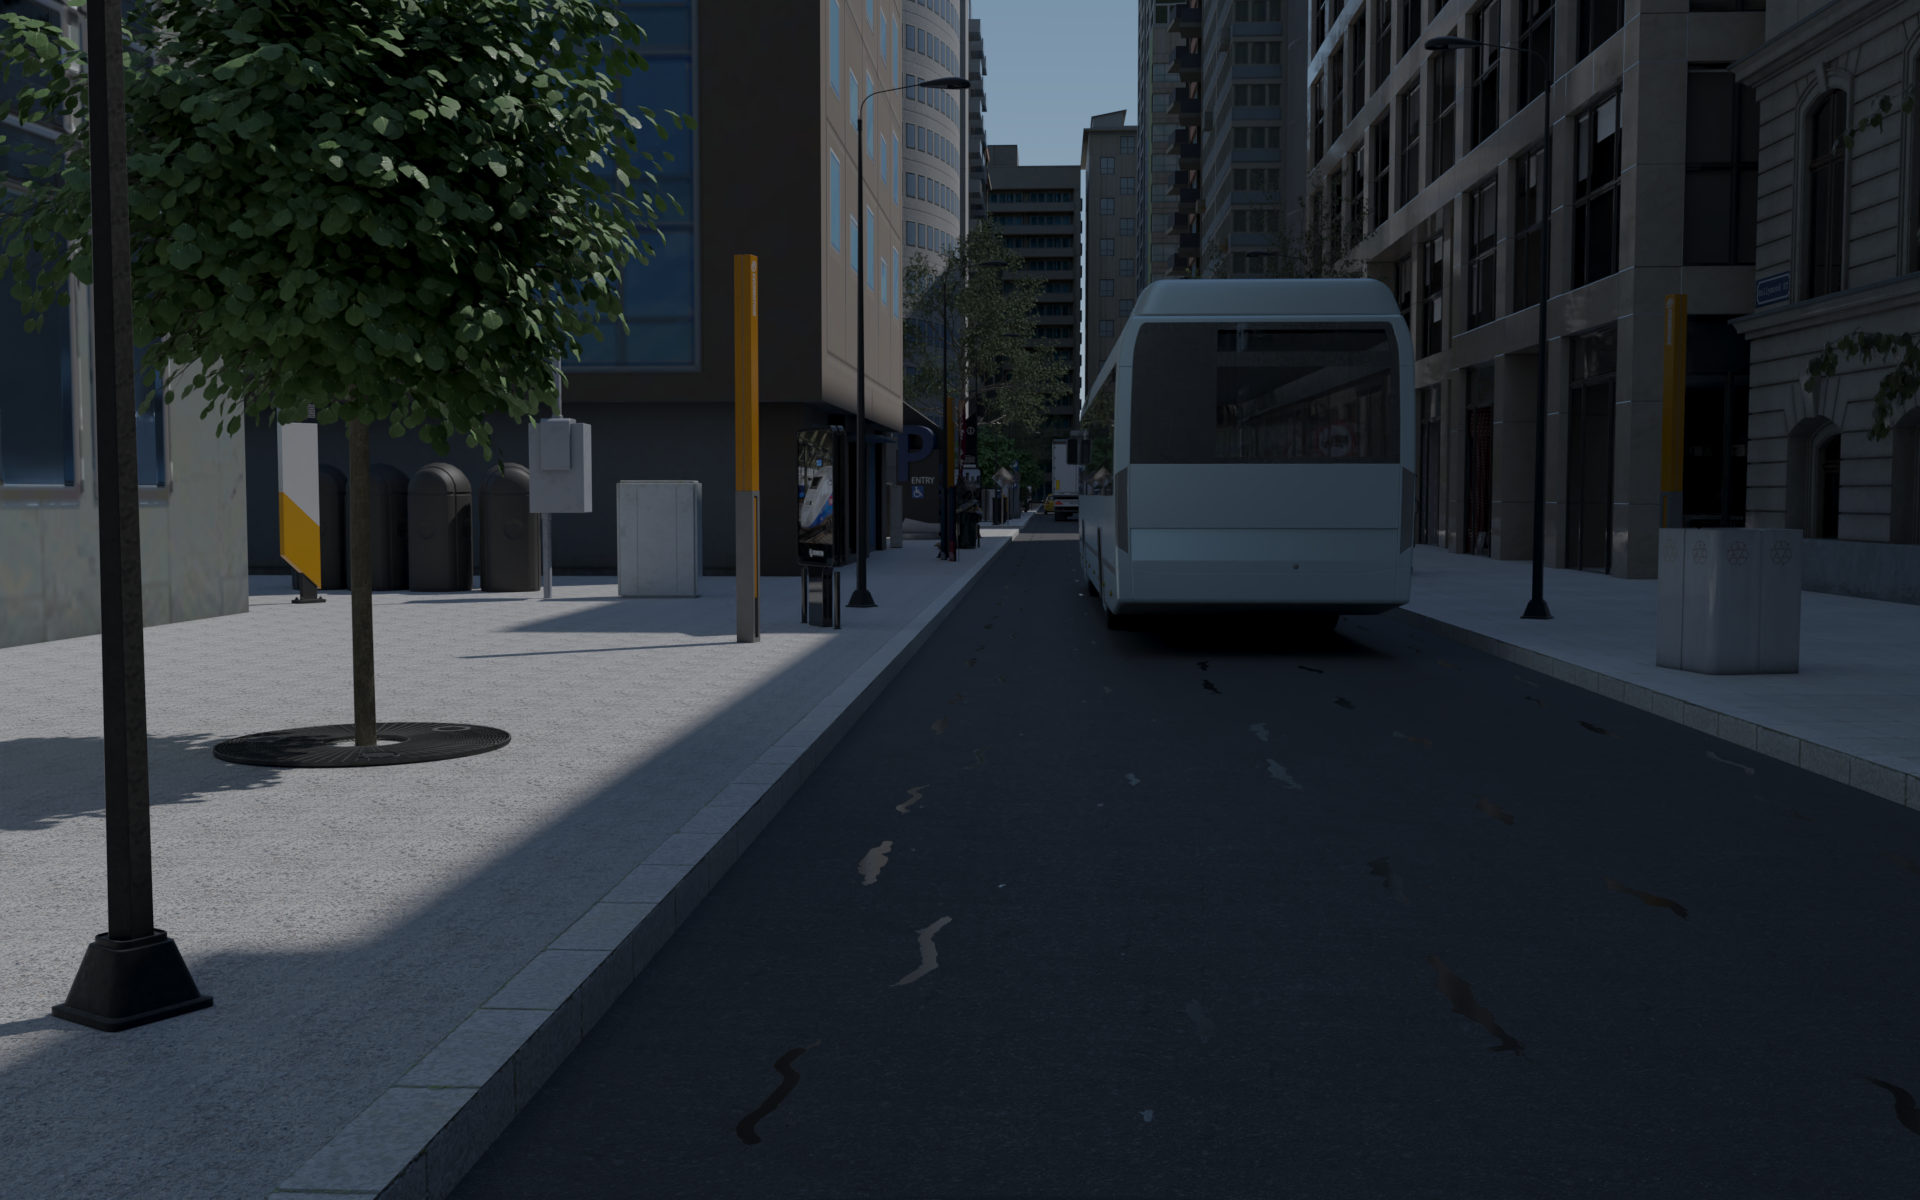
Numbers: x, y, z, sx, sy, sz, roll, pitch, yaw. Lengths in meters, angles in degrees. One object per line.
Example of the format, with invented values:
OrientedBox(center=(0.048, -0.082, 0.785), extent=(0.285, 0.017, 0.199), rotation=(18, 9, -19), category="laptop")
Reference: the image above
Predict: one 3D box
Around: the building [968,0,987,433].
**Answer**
OrientedBox(center=(-8.870, -33.155, 161.697), extent=(23.786, 49.044, 30.456), rotation=(0, 4, 3), category="building")

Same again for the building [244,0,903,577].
OrientedBox(center=(-8.607, -23.390, 32.540), extent=(14.600, 45.320, 14.200), rotation=(0, 4, 3), category="building")

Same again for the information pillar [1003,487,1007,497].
OrientedBox(center=(2.454, -6.112, 91.278), extent=(0.504, 3.616, 0.183), rotation=(-2, 4, -32), category="information pillar")

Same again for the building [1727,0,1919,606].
OrientedBox(center=(15.542, -11.504, 7.182), extent=(14.460, 24.649, 34.723), rotation=(0, 4, 3), category="building")

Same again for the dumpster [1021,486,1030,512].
OrientedBox(center=(4.150, -7.279, 121.497), extent=(1.502, 2.255, 1.985), rotation=(0, 4, 3), category="dumpster")

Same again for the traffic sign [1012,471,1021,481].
OrientedBox(center=(2.932, -5.773, 94.501), extent=(0.768, 2.556, 0.104), rotation=(1, 4, 13), category="traffic sign")

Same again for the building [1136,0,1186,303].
OrientedBox(center=(29.568, -46.971, 206.233), extent=(20.563, 71.187, 20.611), rotation=(0, 4, 3), category="building")

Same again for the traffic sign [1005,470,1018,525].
OrientedBox(center=(1.978, -4.131, 71.187), extent=(0.795, 2.450, 0.064), rotation=(0, 4, 3), category="traffic sign")

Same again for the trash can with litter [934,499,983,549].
OrientedBox(center=(-0.035, -1.769, 40.312), extent=(1.055, 1.170, 0.624), rotation=(-2, 4, -27), category="trash can with litter")

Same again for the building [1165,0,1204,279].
OrientedBox(center=(26.235, -28.710, 124.028), extent=(22.147, 44.769, 28.867), rotation=(0, 4, 3), category="building")

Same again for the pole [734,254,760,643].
OrientedBox(center=(-1.831, -1.288, 14.902), extent=(0.158, 3.312, 0.155), rotation=(0, 3, 0), category="pole")

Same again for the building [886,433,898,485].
OrientedBox(center=(-11.698, -39.422, 82.798), extent=(20.563, 71.187, 20.611), rotation=(0, 4, 3), category="building")

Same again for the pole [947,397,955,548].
OrientedBox(center=(-0.214, -2.614, 36.587), extent=(0.158, 3.312, 0.155), rotation=(0, 3, 0), category="pole")

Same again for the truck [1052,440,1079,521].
OrientedBox(center=(6.419, -6.479, 94.838), extent=(2.839, 4.237, 11.283), rotation=(0, 4, 4), category="truck")

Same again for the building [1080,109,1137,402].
OrientedBox(center=(30.899, -40.126, 245.301), extent=(27.495, 52.752, 28.713), rotation=(0, 4, 3), category="building")

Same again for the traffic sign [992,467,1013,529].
OrientedBox(center=(1.552, -3.643, 63.213), extent=(0.795, 2.450, 0.064), rotation=(0, 4, 3), category="traffic sign")

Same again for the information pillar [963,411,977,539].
OrientedBox(center=(0.222, -3.517, 48.865), extent=(0.504, 3.616, 0.183), rotation=(-1, 4, -9), category="information pillar")

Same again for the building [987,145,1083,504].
OrientedBox(center=(6.187, -37.878, 243.005), extent=(21.600, 48.544, 21.300), rotation=(0, 4, 3), category="building")

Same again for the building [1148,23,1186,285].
OrientedBox(center=(23.691, -28.793, 154.352), extent=(14.154, 41.232, 14.086), rotation=(0, 4, 3), category="building")

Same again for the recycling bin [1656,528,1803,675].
OrientedBox(center=(5.598, -0.004, 12.627), extent=(0.722, 1.027, 0.722), rotation=(-1, 4, -11), category="recycling bin")

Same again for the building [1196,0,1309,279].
OrientedBox(center=(24.990, -24.313, 89.398), extent=(23.993, 40.220, 32.217), rotation=(0, 4, 3), category="building")

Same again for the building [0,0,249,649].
OrientedBox(center=(-17.683, -42.111, 1.180), extent=(22.319, 86.520, 31.000), rotation=(0, 4, 3), category="building")

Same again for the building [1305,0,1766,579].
OrientedBox(center=(20.526, -14.506, 41.683), extent=(19.350, 26.468, 34.151), rotation=(0, 4, 3), category="building")

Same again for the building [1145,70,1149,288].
OrientedBox(center=(25.371, -31.715, 168.658), extent=(14.600, 45.320, 14.200), rotation=(0, 4, 3), category="building")

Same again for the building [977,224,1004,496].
OrientedBox(center=(-2.560, -25.240, 184.378), extent=(14.160, 30.474, 14.107), rotation=(0, 4, 3), category="building")

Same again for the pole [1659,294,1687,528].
OrientedBox(center=(7.315, -1.464, 17.786), extent=(0.158, 3.312, 0.155), rotation=(0, 3, 0), category="pole")

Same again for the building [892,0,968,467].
OrientedBox(center=(-10.601, -35.142, 116.574), extent=(21.231, 58.520, 28.212), rotation=(0, 4, 3), category="building")

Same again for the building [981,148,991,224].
OrientedBox(center=(-9.284, -33.864, 208.306), extent=(28.867, 44.769, 22.147), rotation=(0, 4, 3), category="building")

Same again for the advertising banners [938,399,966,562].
OrientedBox(center=(-0.146, -2.253, 33.027), extent=(0.090, 3.025, 2.074), rotation=(-1, 4, -13), category="advertising banners")

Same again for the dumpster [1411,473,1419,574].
OrientedBox(center=(6.646, -1.360, 27.993), extent=(1.264, 1.857, 1.865), rotation=(0, 4, 3), category="dumpster")

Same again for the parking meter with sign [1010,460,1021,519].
OrientedBox(center=(2.871, -5.732, 89.972), extent=(0.543, 3.016, 1.738), rotation=(1, 4, 8), category="parking meter with sign")
